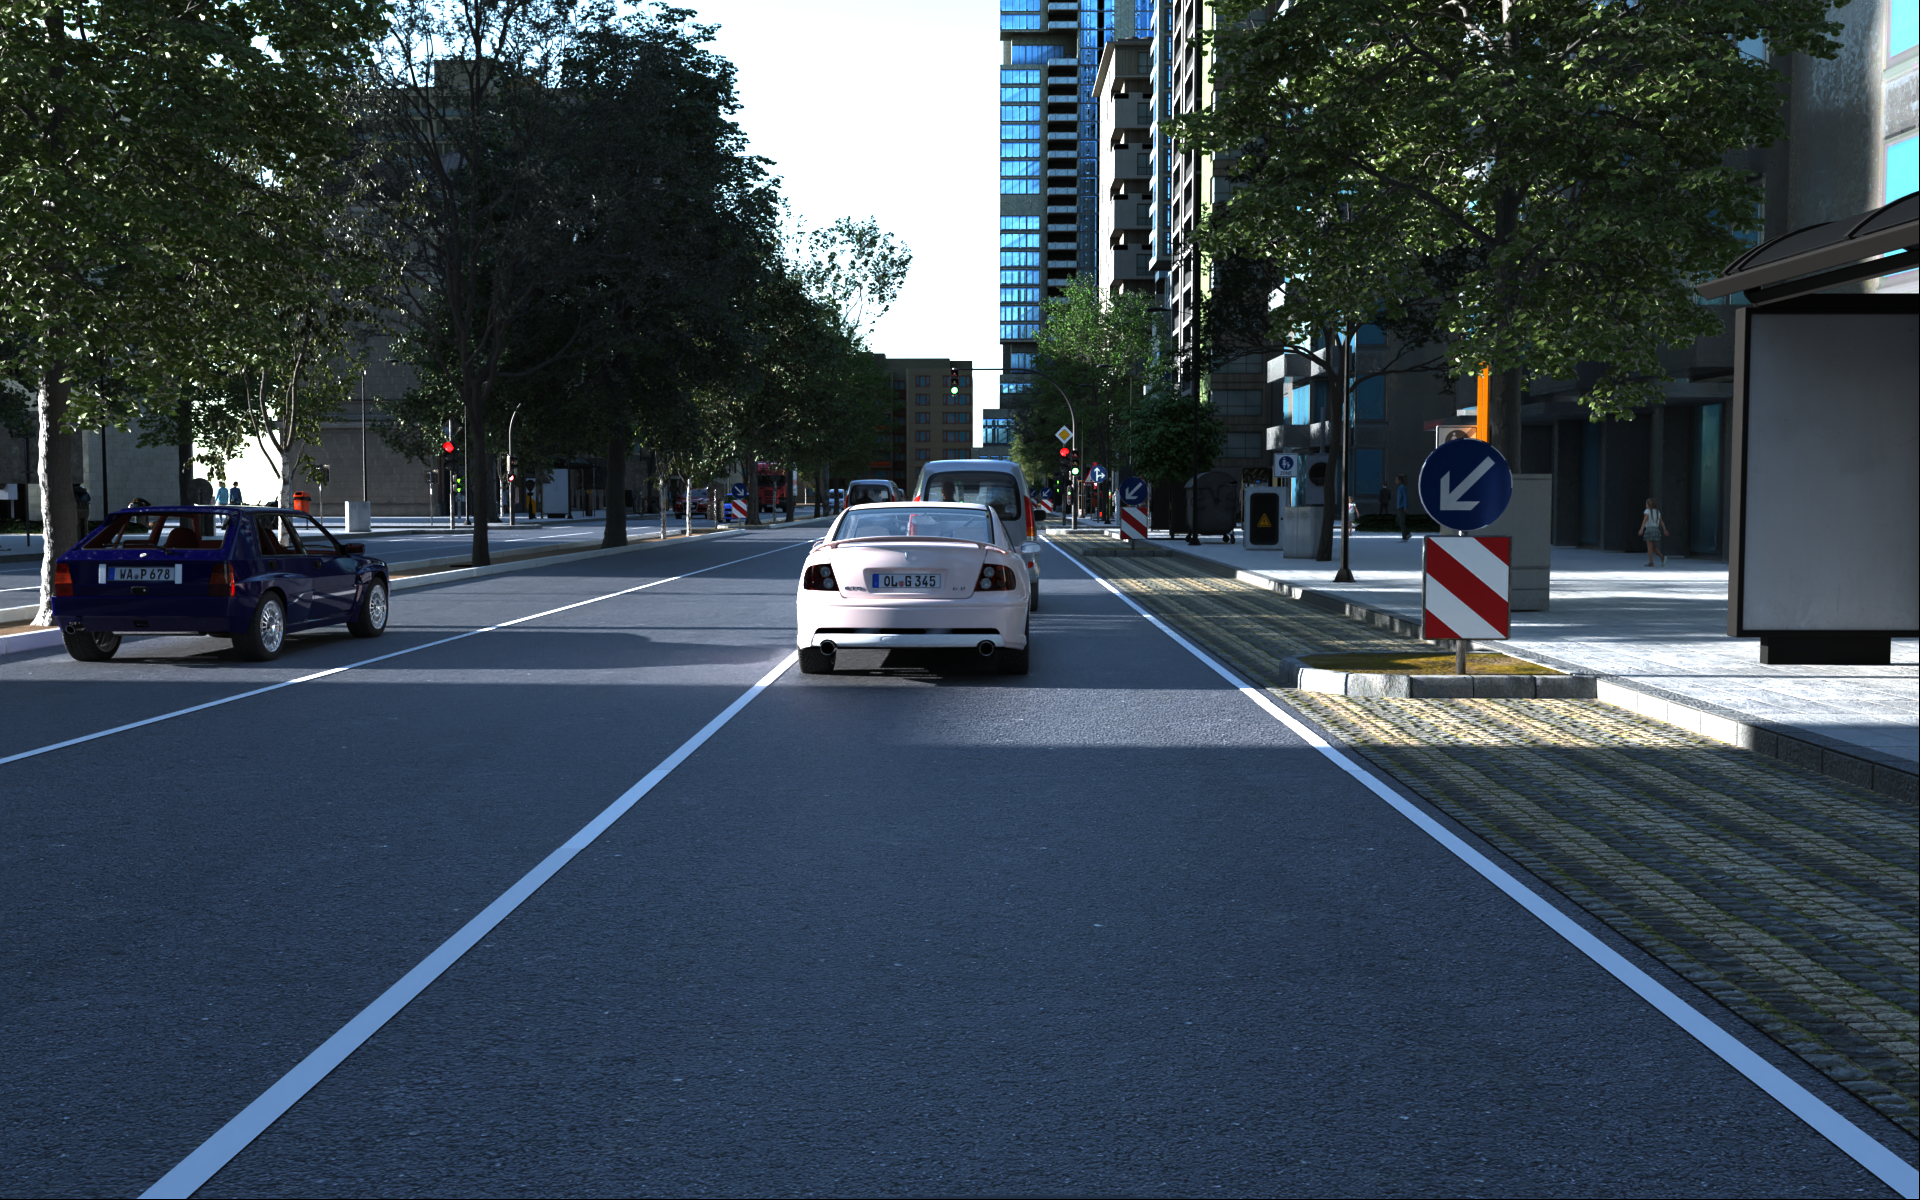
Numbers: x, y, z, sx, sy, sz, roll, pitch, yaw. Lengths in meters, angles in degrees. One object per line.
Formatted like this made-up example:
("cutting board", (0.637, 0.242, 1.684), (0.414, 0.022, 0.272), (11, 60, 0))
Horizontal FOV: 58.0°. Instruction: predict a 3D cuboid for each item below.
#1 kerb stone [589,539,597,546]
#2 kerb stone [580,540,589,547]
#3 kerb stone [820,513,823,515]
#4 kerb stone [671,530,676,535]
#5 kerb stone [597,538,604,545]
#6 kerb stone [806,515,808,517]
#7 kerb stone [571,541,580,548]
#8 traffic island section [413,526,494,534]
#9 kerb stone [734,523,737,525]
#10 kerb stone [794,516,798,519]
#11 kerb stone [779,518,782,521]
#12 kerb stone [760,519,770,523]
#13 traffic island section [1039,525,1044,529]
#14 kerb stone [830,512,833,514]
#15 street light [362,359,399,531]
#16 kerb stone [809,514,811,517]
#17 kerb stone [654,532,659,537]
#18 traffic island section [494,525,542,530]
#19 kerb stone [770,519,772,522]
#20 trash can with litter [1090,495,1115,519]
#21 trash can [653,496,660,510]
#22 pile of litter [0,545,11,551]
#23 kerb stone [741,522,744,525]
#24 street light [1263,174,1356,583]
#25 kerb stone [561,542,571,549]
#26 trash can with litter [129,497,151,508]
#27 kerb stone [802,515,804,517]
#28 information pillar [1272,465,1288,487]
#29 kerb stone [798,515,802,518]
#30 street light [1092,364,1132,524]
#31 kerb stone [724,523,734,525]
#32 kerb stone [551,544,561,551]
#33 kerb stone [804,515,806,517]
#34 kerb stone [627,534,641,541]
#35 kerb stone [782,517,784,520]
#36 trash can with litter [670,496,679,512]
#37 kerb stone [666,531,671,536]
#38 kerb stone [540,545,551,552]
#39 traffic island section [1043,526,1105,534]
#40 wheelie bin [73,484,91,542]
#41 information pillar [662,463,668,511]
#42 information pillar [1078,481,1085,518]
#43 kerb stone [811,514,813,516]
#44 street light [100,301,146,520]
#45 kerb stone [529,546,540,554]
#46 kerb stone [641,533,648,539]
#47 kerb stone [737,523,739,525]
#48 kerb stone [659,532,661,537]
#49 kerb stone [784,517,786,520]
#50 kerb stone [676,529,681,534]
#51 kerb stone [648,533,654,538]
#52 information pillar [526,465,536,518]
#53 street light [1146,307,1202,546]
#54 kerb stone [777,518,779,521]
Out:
("kerb stone", (-10.269, -1.570, 47.859), (0.120, 0.150, 1.000), (0, 4, 1))
("kerb stone", (-10.278, -1.507, 46.837), (0.120, 0.150, 1.000), (0, 4, 1))
("kerb stone", (-9.300, -5.862, 118.044), (0.120, 0.150, 1.000), (0, 4, 1))
("kerb stone", (-10.103, -2.318, 60.162), (0.120, 0.150, 1.000), (0, 4, 1))
("kerb stone", (-10.259, -1.632, 48.881), (0.120, 0.150, 1.000), (0, 4, 1))
("kerb stone", (-9.483, -5.047, 104.717), (0.120, 0.150, 1.000), (0, 4, 1))
("kerb stone", (-10.299, -1.444, 45.814), (0.120, 0.150, 1.000), (0, 4, 1))
("traffic island section", (-18.481, -2.493, 63.042), (2.009, 0.180, 2.903), (0, 4, 1))
("kerb stone", (-9.893, -3.231, 75.021), (0.120, 0.150, 1.000), (0, 4, 1))
("kerb stone", (-9.554, -4.734, 99.589), (0.120, 0.150, 1.000), (0, 4, 1))
("kerb stone", (-9.667, -4.232, 91.388), (0.120, 0.150, 1.000), (0, 4, 1))
("kerb stone", (-9.738, -3.919, 86.277), (0.120, 0.150, 1.000), (0, 4, 1))
("traffic island section", (4.269, -2.962, 70.708), (2.009, 0.180, 2.903), (0, 4, 1))
("kerb stone", (-9.207, -6.236, 124.200), (0.120, 0.150, 1.000), (0, 4, 1))
("street light", (-20.001, -5.333, 59.734), (1.470, 5.913, 1.316), (0, 4, 1))
("kerb stone", (-9.451, -5.173, 106.767), (0.120, 0.150, 1.000), (0, 4, 1))
("kerb stone", (-10.146, -2.130, 57.093), (0.120, 0.150, 1.000), (0, 4, 1))
("traffic island section", (-18.370, -2.981, 71.026), (2.009, 0.180, 2.903), (0, 4, 1))
("kerb stone", (-9.720, -3.981, 87.299), (0.120, 0.150, 1.000), (0, 4, 1))
("trash can with litter", (7.782, -4.835, 90.106), (2.233, 1.210, 1.678), (0, 4, 1))
("trash can", (-20.913, -6.541, 118.602), (0.748, 1.137, 0.748), (0, 3, 0))
("pile of litter", (-22.053, -1.514, 38.720), (1.176, 0.858, 1.719), (2, 4, 35))
("kerb stone", (-9.868, -3.356, 77.065), (0.120, 0.150, 1.000), (0, 4, 1))
("street light", (5.063, -3.214, 25.087), (1.470, 5.913, 1.316), (0, 4, 1))
("kerb stone", (-10.314, -1.376, 44.781), (0.120, 0.150, 1.000), (0, 4, 1))
("trash can with litter", (-29.225, -3.105, 62.149), (0.624, 1.170, 1.055), (1, 4, 15))
("kerb stone", (-9.510, -4.922, 102.669), (0.120, 0.150, 1.000), (0, 4, 1))
("information pillar", (8.157, -2.426, 44.161), (0.304, 2.012, 0.304), (3, 5, 40))
("kerb stone", (-9.529, -4.859, 101.644), (0.120, 0.150, 1.000), (0, 4, 1))
("street light", (5.602, -5.482, 62.173), (1.470, 5.913, 1.316), (0, 4, 1))
("kerb stone", (-9.912, -3.168, 73.999), (0.120, 0.150, 1.000), (0, 4, 1))
("kerb stone", (-10.336, -1.319, 43.757), (0.120, 0.150, 1.000), (0, 4, 1))
("kerb stone", (-9.494, -4.984, 103.691), (0.120, 0.150, 1.000), (0, 4, 1))
("kerb stone", (-10.186, -1.946, 54.010), (0.120, 0.150, 1.000), (0, 4, 1))
("kerb stone", (-9.657, -4.295, 92.411), (0.120, 0.150, 1.000), (0, 4, 1))
("trash can with litter", (-20.025, -6.835, 123.147), (0.624, 1.170, 1.055), (3, 5, 40))
("kerb stone", (-10.113, -2.257, 59.140), (0.120, 0.150, 1.000), (0, 4, 1))
("kerb stone", (-10.341, -1.256, 42.735), (0.120, 0.150, 1.000), (0, 4, 1))
("traffic island section", (4.158, -2.474, 62.723), (2.009, 0.180, 2.903), (0, 4, 1))
("wheelie bin", (-22.312, -2.181, 43.563), (0.693, 1.594, 0.980), (1, 4, 13))
("information pillar", (-21.944, -8.403, 128.741), (0.504, 3.616, 0.183), (3, 4, 39))
("information pillar", (6.597, -5.463, 93.809), (0.304, 2.012, 0.304), (1, 4, 20))
("kerb stone", (-9.437, -5.236, 107.799), (0.120, 0.150, 1.000), (0, 4, 1))
("street light", (-20.157, -4.237, 41.824), (1.470, 5.913, 1.316), (0, 4, 1))
("kerb stone", (-10.356, -1.190, 41.711), (0.120, 0.150, 1.000), (0, 4, 1))
("kerb stone", (-10.170, -2.009, 55.047), (0.120, 0.150, 1.000), (0, 4, 1))
("kerb stone", (-9.881, -3.293, 76.043), (0.120, 0.150, 1.000), (0, 4, 1))
("kerb stone", (-10.127, -2.195, 58.118), (0.120, 0.150, 1.000), (0, 4, 1))
("kerb stone", (-9.639, -4.355, 93.436), (0.120, 0.150, 1.000), (0, 4, 1))
("kerb stone", (-10.088, -2.386, 61.199), (0.120, 0.150, 1.000), (0, 4, 1))
("kerb stone", (-10.159, -2.070, 56.069), (0.120, 0.150, 1.000), (0, 4, 1))
("information pillar", (-22.592, -6.109, 91.239), (0.504, 3.616, 0.183), (0, 4, -3))
("street light", (5.326, -4.318, 43.140), (1.470, 5.913, 1.316), (0, 4, 1))
("kerb stone", (-9.685, -4.169, 90.366), (0.120, 0.150, 1.000), (0, 4, 1))
